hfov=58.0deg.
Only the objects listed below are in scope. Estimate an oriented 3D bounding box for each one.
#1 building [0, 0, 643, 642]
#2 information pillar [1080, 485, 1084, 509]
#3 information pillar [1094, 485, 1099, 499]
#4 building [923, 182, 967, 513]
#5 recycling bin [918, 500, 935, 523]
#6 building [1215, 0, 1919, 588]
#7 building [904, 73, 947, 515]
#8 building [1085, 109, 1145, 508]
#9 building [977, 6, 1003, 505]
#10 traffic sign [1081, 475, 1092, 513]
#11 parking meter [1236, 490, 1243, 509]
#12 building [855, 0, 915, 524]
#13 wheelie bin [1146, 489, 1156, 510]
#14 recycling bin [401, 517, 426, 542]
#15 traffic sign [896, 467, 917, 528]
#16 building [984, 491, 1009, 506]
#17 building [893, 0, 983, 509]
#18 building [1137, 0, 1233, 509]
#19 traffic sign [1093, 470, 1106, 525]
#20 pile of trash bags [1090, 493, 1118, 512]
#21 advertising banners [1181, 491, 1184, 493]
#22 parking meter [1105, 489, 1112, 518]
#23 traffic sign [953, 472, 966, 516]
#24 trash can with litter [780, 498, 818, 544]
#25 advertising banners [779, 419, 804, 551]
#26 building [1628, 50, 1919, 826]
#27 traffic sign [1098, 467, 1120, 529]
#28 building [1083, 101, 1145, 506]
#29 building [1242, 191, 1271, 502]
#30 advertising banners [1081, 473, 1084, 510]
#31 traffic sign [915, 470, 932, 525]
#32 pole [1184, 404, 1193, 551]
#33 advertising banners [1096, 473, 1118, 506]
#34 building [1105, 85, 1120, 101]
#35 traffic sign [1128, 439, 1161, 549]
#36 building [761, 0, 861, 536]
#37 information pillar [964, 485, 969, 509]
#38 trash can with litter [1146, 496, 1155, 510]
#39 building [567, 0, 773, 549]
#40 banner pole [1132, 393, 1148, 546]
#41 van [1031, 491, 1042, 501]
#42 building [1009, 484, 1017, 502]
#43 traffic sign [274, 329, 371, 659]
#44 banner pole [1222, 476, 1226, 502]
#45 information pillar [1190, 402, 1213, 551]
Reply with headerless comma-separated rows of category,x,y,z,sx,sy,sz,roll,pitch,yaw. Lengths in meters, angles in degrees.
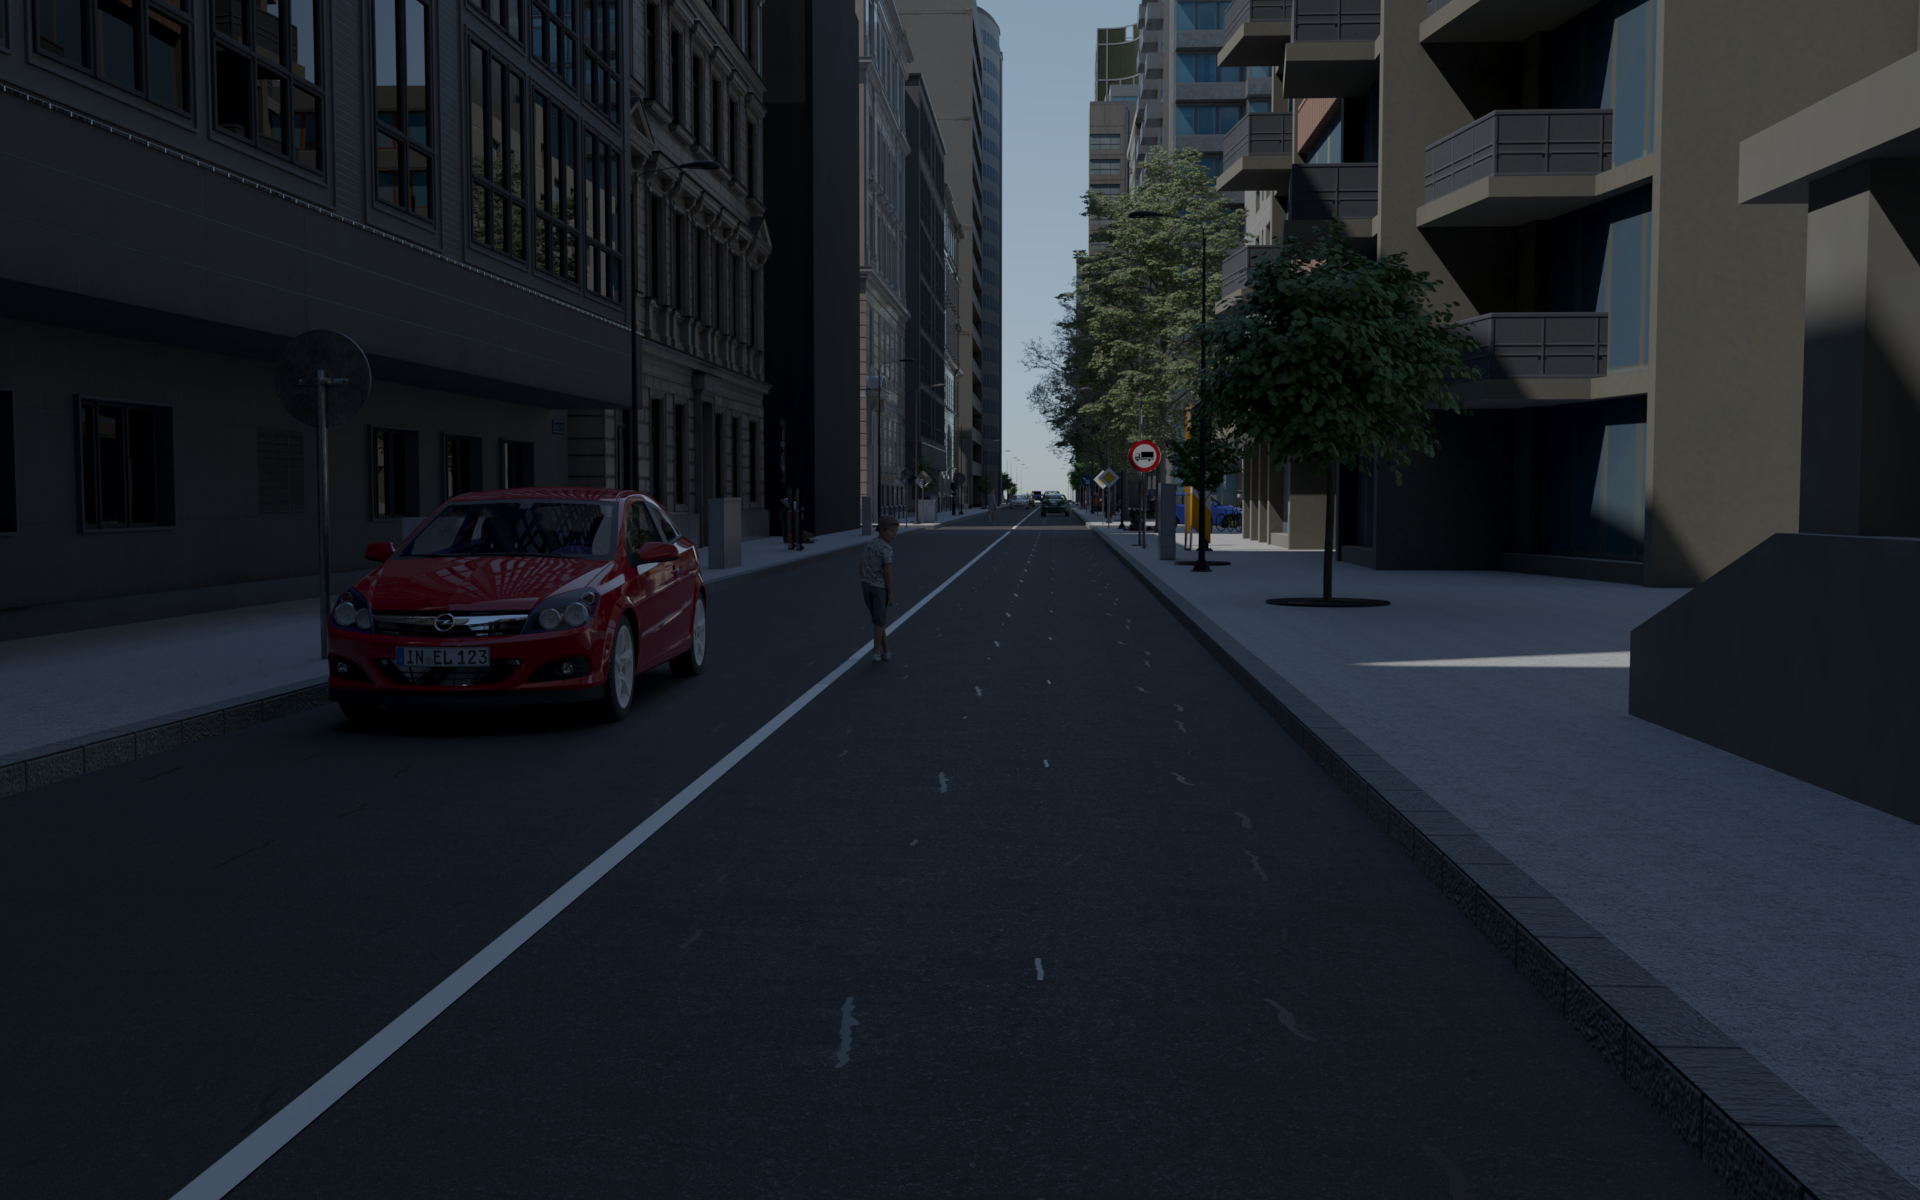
building,-13.360,-13.834,19.687,14.314,27.812,24.014,0,4,3
information pillar,10.194,-8.606,145.195,0.304,2.012,0.304,0,4,-6
information pillar,10.798,-8.104,136.985,0.304,2.012,0.304,-1,4,-9
building,-6.353,-20.415,131.044,12.463,27.353,25.104,0,4,3
recycling bin,-1.479,-3.919,76.635,0.722,1.027,0.722,0,4,2
building,17.045,-23.295,35.493,22.147,44.769,28.867,0,4,3
building,-8.625,-19.084,105.534,14.314,27.812,24.014,0,4,3
building,28.550,-28.846,163.506,32.217,40.220,23.993,0,4,3
building,-5.853,-40.686,207.213,21.231,58.520,28.212,0,4,3
traffic sign,8.476,-7.088,116.002,0.768,2.556,0.104,1,4,13
parking meter,15.506,-5.358,96.013,0.372,1.533,0.369,0,3,0
building,-9.618,-18.202,83.502,13.634,28.700,20.117,0,4,3
wheelie bin,12.297,-6.289,110.732,0.980,1.594,0.693,-1,4,-18
recycling bin,-5.525,-0.375,18.691,0.722,1.027,0.722,1,4,13
traffic sign,-1.998,-3.742,64.831,0.795,2.450,0.064,0,4,3
building,-9.937,-33.813,244.725,32.217,40.220,23.993,0,4,3
building,-9.031,-32.713,158.556,21.300,48.544,21.600,0,4,3
building,24.791,-31.258,130.669,23.786,49.044,30.456,0,4,3
traffic sign,5.972,-4.204,72.371,0.795,2.450,0.064,0,4,3
pile of trash bags,10.221,-7.031,124.703,1.912,1.369,3.447,1,4,23
advertising banners,13.587,-6.659,105.066,0.090,3.025,2.074,0,4,-1
parking meter,7.908,-5.125,92.211,0.372,1.533,0.369,0,3,0
traffic sign,-0.053,-6.238,102.099,0.768,2.556,0.104,1,4,10
trash can with litter,-4.182,-2.071,45.242,1.055,1.170,0.624,2,4,32
advertising banners,-3.887,-2.668,39.813,0.090,3.025,2.074,-1,4,-19
building,19.600,-18.911,1.074,32.217,40.220,23.993,0,4,3
traffic sign,5.534,-3.716,64.398,0.795,2.450,0.064,0,4,3
building,20.546,-30.565,183.338,14.154,41.232,14.086,0,4,3
building,29.895,-14.645,84.485,28.899,21.520,27.650,0,4,3
advertising banners,9.936,-8.817,140.338,0.090,3.025,2.074,1,4,10
traffic sign,-1.560,-4.230,72.804,0.795,2.450,0.064,0,4,3
pole,5.194,-2.779,39.281,0.158,3.312,0.155,0,3,0
advertising banners,12.004,-8.852,140.916,2.074,3.025,0.090,-1,4,-19
building,26.858,-35.805,205.017,23.786,49.044,30.456,0,4,3
traffic sign,4.317,-2.473,40.544,0.768,2.556,0.104,1,4,11
building,-11.934,-13.975,58.174,15.834,23.373,12.332,0,4,3
information pillar,0.519,-8.713,146.952,0.304,2.012,0.304,-3,4,-36
trash can with litter,12.091,-5.985,109.236,1.055,1.170,0.624,-3,5,-40
building,-10.792,-10.815,41.454,10.561,19.102,19.286,0,4,3
banner pole,4.451,-3.218,42.625,0.401,3.779,0.863,0,4,2
van,13.310,-18.175,301.548,2.240,2.365,5.245,0,4,2
building,-6.644,-36.736,292.513,32.217,40.220,23.993,0,4,3
traffic sign,-4.934,-0.814,13.410,0.768,2.556,0.104,0,4,3
banner pole,15.337,-6.768,100.672,0.401,3.779,0.863,2,4,28
information pillar,5.434,-2.911,38.952,0.504,3.616,0.183,-1,4,-18
